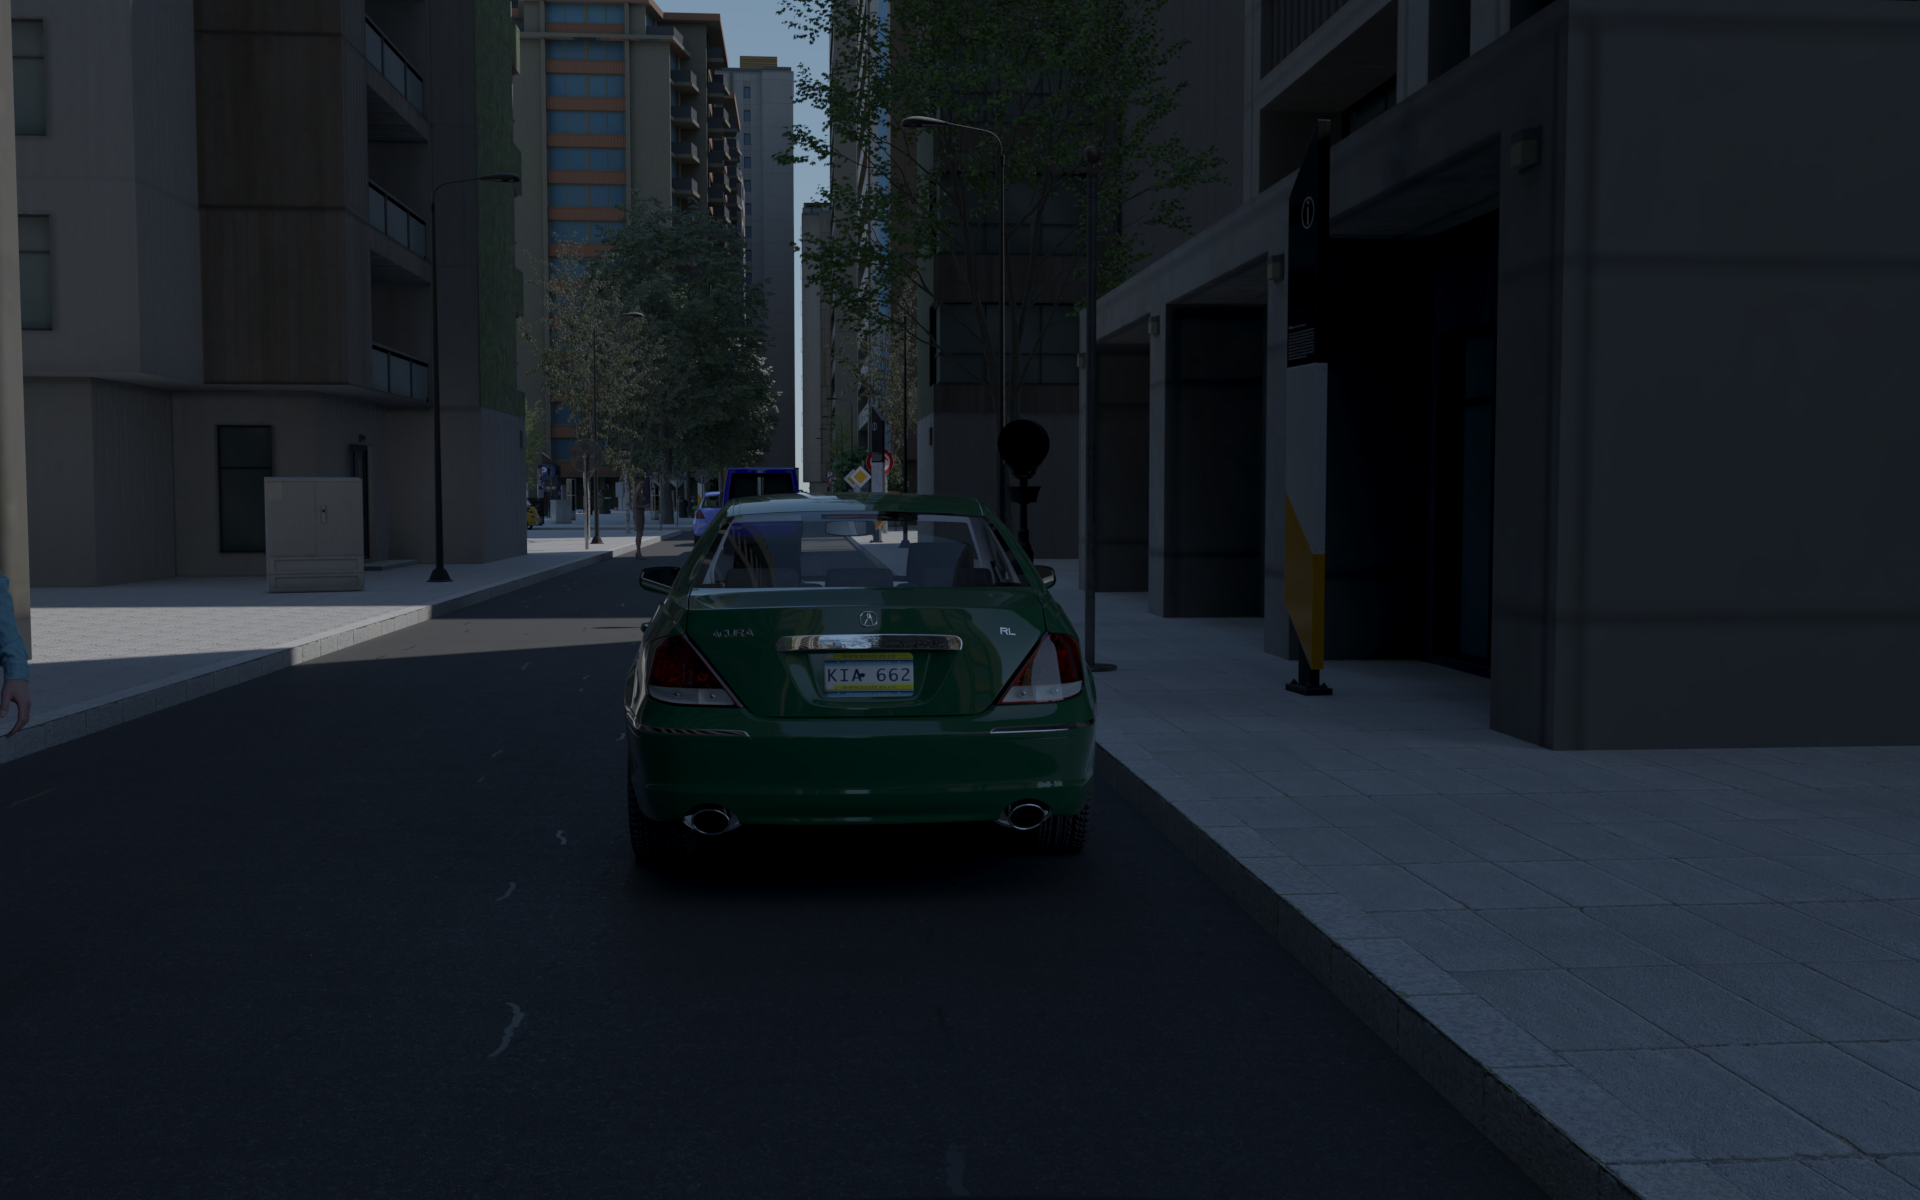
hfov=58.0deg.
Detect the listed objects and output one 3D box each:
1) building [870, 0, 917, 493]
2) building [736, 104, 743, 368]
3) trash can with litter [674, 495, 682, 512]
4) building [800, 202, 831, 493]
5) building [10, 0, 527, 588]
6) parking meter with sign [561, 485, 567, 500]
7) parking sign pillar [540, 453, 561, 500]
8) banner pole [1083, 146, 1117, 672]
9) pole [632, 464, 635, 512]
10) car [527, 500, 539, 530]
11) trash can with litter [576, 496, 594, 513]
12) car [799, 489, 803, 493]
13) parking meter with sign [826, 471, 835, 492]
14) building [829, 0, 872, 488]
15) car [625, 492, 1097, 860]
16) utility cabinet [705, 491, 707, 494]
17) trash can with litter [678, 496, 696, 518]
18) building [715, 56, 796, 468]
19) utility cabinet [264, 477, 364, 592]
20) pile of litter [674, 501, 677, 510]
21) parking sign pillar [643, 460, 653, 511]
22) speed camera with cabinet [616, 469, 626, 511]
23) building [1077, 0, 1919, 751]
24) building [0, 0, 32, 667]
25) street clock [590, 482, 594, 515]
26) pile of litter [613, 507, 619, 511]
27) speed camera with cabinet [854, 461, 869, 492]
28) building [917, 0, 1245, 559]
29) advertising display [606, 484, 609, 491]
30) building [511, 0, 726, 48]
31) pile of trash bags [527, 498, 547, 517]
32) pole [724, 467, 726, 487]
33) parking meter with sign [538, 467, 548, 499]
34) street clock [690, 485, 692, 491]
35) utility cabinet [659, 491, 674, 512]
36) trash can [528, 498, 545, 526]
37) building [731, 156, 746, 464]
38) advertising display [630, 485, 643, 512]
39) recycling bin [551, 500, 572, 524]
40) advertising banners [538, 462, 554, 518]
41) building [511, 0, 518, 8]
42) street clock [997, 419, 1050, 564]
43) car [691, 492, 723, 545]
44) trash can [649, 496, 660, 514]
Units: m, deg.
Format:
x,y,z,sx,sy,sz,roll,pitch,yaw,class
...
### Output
x,y,z,sx,sy,sz,roll,pitch,yaw,class
2.339,-27.131,93.699,14.600,45.320,14.200,0,4,-5,building
-34.559,-32.426,184.797,22.147,44.769,28.867,0,4,-5,building
-20.560,-7.110,127.312,1.678,1.210,2.233,-2,4,-26,trash can with litter
-14.579,-33.771,235.750,14.086,41.232,14.154,0,4,-5,building
-15.587,-21.079,28.237,14.154,41.232,14.086,0,4,-5,building
-32.472,-8.885,141.525,0.543,3.016,1.738,1,4,16,parking meter with sign
-26.511,-7.561,112.096,1.447,3.967,1.447,1,4,17,parking sign pillar
0.976,-1.393,12.787,0.401,3.779,0.863,0,4,7,banner pole
-22.188,-7.582,117.805,0.158,3.312,0.155,0,3,0,pole
-17.870,-3.350,65.003,3.980,1.641,2.015,0,4,-4,car
-25.376,-6.457,116.626,2.233,1.210,1.678,2,4,31,trash can with litter
-12.921,-7.718,134.864,2.281,1.827,5.304,0,4,-6,car
-9.678,-8.340,132.626,0.543,3.016,1.738,-2,4,-26,parking meter with sign
-0.884,-32.591,156.571,21.300,48.544,21.600,0,4,-5,building
-0.512,0.215,8.279,2.131,1.459,4.920,0,4,-5,car
-18.304,-7.049,123.935,0.318,1.500,1.173,-1,4,-13,utility cabinet
-16.268,-5.612,103.139,1.055,1.170,0.624,0,4,8,trash can with litter
-36.596,-42.432,235.765,28.212,58.520,21.231,0,4,-5,building
-8.437,-0.854,22.648,1.173,1.500,0.318,-2,4,-27,utility cabinet
-22.804,-7.719,140.162,1.719,0.858,1.176,0,4,4,pile of litter
-24.013,-8.903,134.035,1.447,3.967,1.447,1,4,16,parking sign pillar
-25.635,-8.376,131.281,0.660,3.252,2.038,0,4,0,speed camera with cabinet
12.705,-35.086,11.916,20.563,71.187,20.611,0,4,-5,building
-16.825,-23.047,0.516,21.300,48.544,21.600,0,4,-5,building
-22.458,-6.166,105.391,0.358,2.002,0.471,0,4,-7,street clock
-26.527,-7.410,135.119,1.176,0.858,1.719,2,4,34,pile of litter
-5.280,-6.636,102.841,2.038,3.252,0.660,-3,4,-38,speed camera with cabinet
5.846,-16.442,40.526,14.160,30.474,14.107,0,4,-5,building
-23.188,-6.649,113.930,0.123,1.923,0.974,0,4,-8,advertising display
-32.023,-30.651,155.775,22.147,44.769,28.867,0,4,-5,building
-24.993,-5.388,97.840,1.912,1.369,3.447,2,4,33,pile of trash bags
-15.766,-7.494,116.365,0.158,3.312,0.155,0,3,0,pole
-26.579,-6.958,110.022,0.543,3.016,1.738,0,4,-4,parking meter with sign
-21.156,-7.980,135.042,0.471,2.002,0.358,-2,4,-28,street clock
-18.980,-6.294,111.579,0.318,1.500,1.173,3,5,39,utility cabinet
-17.189,-3.587,70.307,0.748,1.137,0.748,0,3,0,trash can
-32.966,-32.158,209.384,14.086,41.232,14.154,0,4,-5,building
-23.636,-7.431,126.714,0.974,1.923,0.123,1,4,14,advertising display
-17.293,-3.824,75.077,0.722,1.027,0.722,-2,4,-31,recycling bin
-24.988,-6.625,104.508,0.090,3.025,2.074,1,4,12,advertising banners
-60.976,-48.598,232.828,20.611,71.187,20.563,0,4,-5,building
0.618,-0.753,16.878,0.471,2.002,0.358,1,4,16,street clock
-6.680,-2.428,49.290,1.945,1.707,3.694,0,4,-6,car
-18.875,-5.843,107.181,0.748,1.137,0.748,0,3,0,trash can
